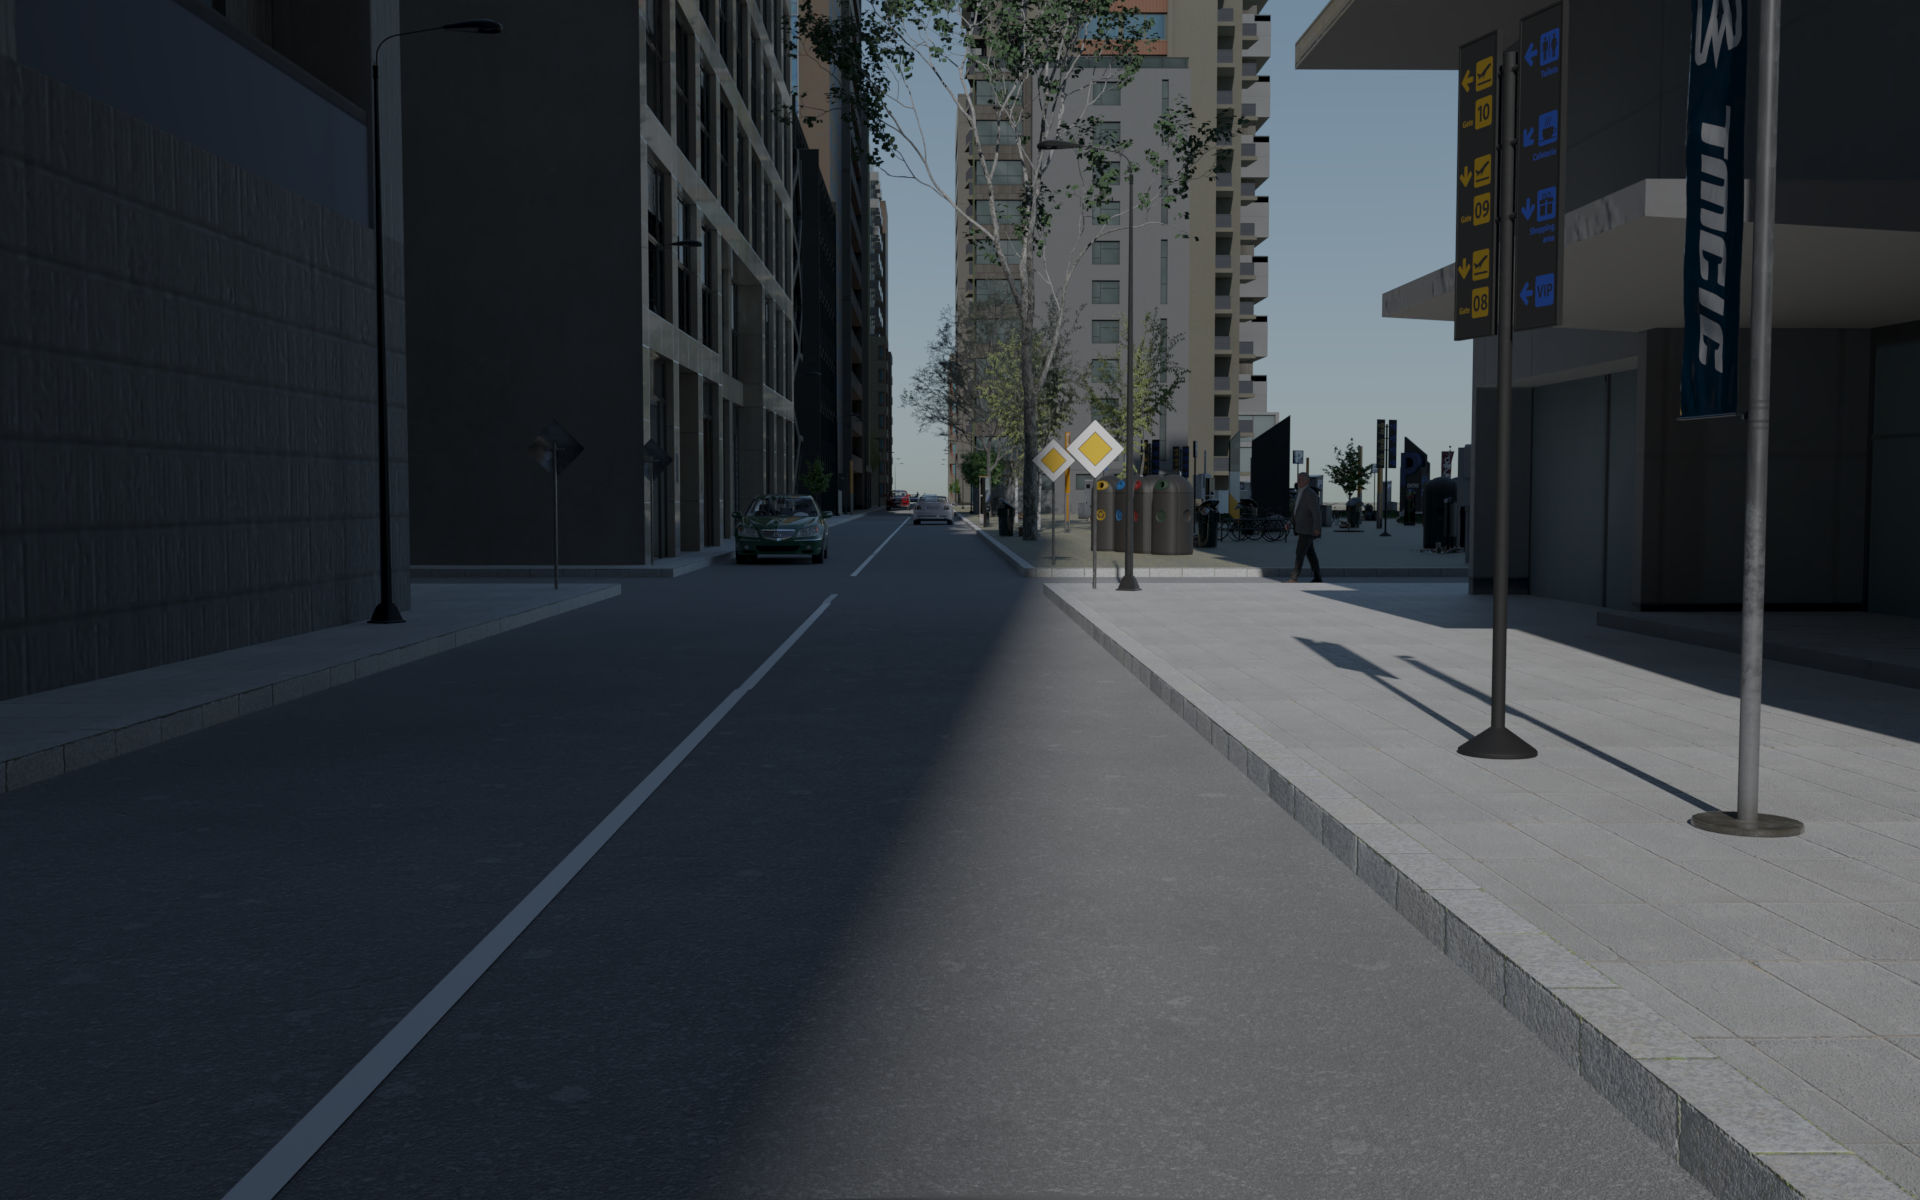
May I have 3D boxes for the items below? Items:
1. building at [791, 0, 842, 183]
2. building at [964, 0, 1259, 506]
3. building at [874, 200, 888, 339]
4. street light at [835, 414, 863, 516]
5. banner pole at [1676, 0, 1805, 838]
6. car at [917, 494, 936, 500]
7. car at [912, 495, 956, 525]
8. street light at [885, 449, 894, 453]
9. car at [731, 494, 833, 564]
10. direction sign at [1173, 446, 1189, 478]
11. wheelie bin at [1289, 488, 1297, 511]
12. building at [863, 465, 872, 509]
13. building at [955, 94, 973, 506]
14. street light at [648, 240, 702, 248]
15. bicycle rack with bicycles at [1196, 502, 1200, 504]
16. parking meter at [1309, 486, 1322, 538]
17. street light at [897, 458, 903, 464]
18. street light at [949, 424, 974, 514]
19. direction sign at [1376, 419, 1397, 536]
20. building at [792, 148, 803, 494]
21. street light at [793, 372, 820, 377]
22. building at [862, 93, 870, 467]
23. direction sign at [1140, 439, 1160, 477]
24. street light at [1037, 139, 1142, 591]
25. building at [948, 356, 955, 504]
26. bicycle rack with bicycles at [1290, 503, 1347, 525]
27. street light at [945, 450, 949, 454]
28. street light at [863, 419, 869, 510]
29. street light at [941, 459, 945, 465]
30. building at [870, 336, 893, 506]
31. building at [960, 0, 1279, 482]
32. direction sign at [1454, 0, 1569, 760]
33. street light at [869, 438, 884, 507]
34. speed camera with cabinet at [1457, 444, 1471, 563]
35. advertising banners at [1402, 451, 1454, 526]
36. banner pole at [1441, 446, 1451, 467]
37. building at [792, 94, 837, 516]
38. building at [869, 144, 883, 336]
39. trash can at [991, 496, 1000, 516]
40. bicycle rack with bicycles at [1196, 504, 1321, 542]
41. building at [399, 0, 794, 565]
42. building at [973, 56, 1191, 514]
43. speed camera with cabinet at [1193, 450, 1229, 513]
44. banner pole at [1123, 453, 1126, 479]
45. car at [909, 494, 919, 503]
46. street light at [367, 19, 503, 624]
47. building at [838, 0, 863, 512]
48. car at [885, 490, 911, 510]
[{"bbox_3d":[-15.016,-28.327,113.253,14.600,45.320,14.200,0,4,-1],"label":"building"},{"bbox_3d":[11.503,-29.649,139.382,22.147,44.769,28.867,0,4,-1],"label":"building"},{"bbox_3d":[-17.694,-37.086,256.467,14.600,45.320,14.200,0,4,-1],"label":"building"},{"bbox_3d":[-6.572,-7.828,100.526,1.470,5.913,1.316,0,4,-1],"label":"street light"},{"bbox_3d":[3.012,-1.025,6.771,0.401,3.779,0.863,0,4,-3],"label":"banner pole"},{"bbox_3d":[-2.415,-7.848,138.101,2.009,1.686,4.222,0,4,-1],"label":"car"},{"bbox_3d":[-1.245,-4.253,81.891,2.083,1.381,4.827,0,4,0],"label":"car"},{"bbox_3d":[-7.746,-12.536,177.496,1.470,5.913,1.316,0,4,-1],"label":"street light"},{"bbox_3d":[-3.784,-1.551,37.163,2.131,1.459,4.920,0,4,-3],"label":"car"},{"bbox_3d":[10.462,-5.512,82.120,0.876,3.537,0.379,3,4,37],"label":"direction sign"},{"bbox_3d":[16.689,-4.864,87.431,0.980,1.594,0.693,-2,4,-25],"label":"wheelie bin"},{"bbox_3d":[-18.250,-43.681,152.443,20.563,71.187,20.611,0,4,-1],"label":"building"},{"bbox_3d":[10.228,-35.330,201.353,21.300,48.544,21.600,0,4,-1],"label":"building"},{"bbox_3d":[-5.406,-3.624,31.789,1.470,5.913,1.316,0,4,-1],"label":"street light"},{"bbox_3d":[13.288,-5.087,96.546,2.925,0.926,2.852,0,4,-7],"label":"bicycle rack with bicycles"},{"bbox_3d":[10.431,-2.595,50.845,0.372,1.533,0.369,0,3,0],"label":"parking meter"},{"bbox_3d":[-8.493,-15.469,225.458,1.470,5.913,1.316,0,4,-1],"label":"street light"},{"bbox_3d":[0.200,-8.644,113.867,1.470,5.913,1.316,0,4,-1],"label":"street light"},{"bbox_3d":[12.935,-3.705,52.567,0.876,3.537,0.379,-2,4,-35],"label":"direction sign"},{"bbox_3d":[-15.203,-12.588,73.272,16.820,18.784,16.811,0,4,-1],"label":"building"},{"bbox_3d":[-6.028,-5.730,66.219,1.470,5.913,1.316,0,4,-1],"label":"street light"},{"bbox_3d":[-16.172,-29.831,171.330,14.154,41.232,14.086,0,4,-1],"label":"building"},{"bbox_3d":[7.891,-4.892,71.984,0.876,3.537,0.379,2,4,35],"label":"direction sign"},{"bbox_3d":[1.706,-3.078,22.872,1.470,5.913,1.316,0,4,-1],"label":"street light"},{"bbox_3d":[12.325,-23.401,227.641,27.650,21.520,28.899,0,4,-1],"label":"building"},{"bbox_3d":[14.901,-3.578,71.879,2.852,0.926,2.925,-1,4,-14],"label":"bicycle rack with bicycles"},{"bbox_3d":[-0.292,-10.742,148.174,1.470,5.913,1.316,0,4,-1],"label":"street light"},{"bbox_3d":[-6.559,-8.260,107.594,1.470,5.913,1.316,0,4,-1],"label":"street light"},{"bbox_3d":[-0.981,-12.856,182.735,1.470,5.913,1.316,0,4,-1],"label":"street light"},{"bbox_3d":[-22.078,-21.967,204.206,27.650,21.520,28.899,0,4,-1],"label":"building"},{"bbox_3d":[14.621,-35.417,168.307,28.713,52.752,27.495,0,4,-1],"label":"building"},{"bbox_3d":[2.651,-1.005,8.436,0.379,3.537,0.876,-1,4,-16],"label":"direction sign"},{"bbox_3d":[-7.233,-10.417,142.854,1.470,5.913,1.316,0,4,-1],"label":"street light"},{"bbox_3d":[10.145,-2.279,31.592,2.038,3.252,0.660,3,5,43],"label":"speed camera with cabinet"},{"bbox_3d":[18.998,-4.532,70.293,2.074,3.025,0.090,0,4,2],"label":"advertising banners"},{"bbox_3d":[25.186,-6.096,89.692,0.401,3.779,0.863,-2,4,-28],"label":"banner pole"},{"bbox_3d":[-13.363,-16.230,95.040,12.332,23.373,15.834,0,4,-1],"label":"building"},{"bbox_3d":[-21.742,-37.516,232.997,23.786,49.044,30.456,0,4,-1],"label":"building"},{"bbox_3d":[2.006,-5.595,103.124,0.748,1.137,0.748,0,3,0],"label":"trash can"},{"bbox_3d":[8.127,-2.071,47.243,2.925,0.926,2.852,2,4,26],"label":"bicycle rack with bicycles"},{"bbox_3d":[-15.564,-14.850,47.312,19.350,26.468,34.151,0,4,-1],"label":"building"},{"bbox_3d":[7.853,-21.199,118.310,14.160,30.474,14.107,0,4,-1],"label":"building"},{"bbox_3d":[11.498,-5.171,78.884,2.038,3.252,0.660,-3,5,-39],"label":"speed camera with cabinet"},{"bbox_3d":[9.198,-6.508,96.425,0.401,3.779,0.863,1,4,21],"label":"banner pole"},{"bbox_3d":[-7.118,-15.209,260.668,2.014,1.417,4.499,0,4,-2],"label":"car"},{"bbox_3d":[-5.177,-2.725,17.099,1.470,5.913,1.316,0,4,-1],"label":"street light"},{"bbox_3d":[-18.505,-31.068,131.661,21.300,48.544,21.600,0,4,-1],"label":"building"},{"bbox_3d":[-5.466,-8.835,153.117,2.281,1.827,5.304,0,4,0],"label":"car"}]
